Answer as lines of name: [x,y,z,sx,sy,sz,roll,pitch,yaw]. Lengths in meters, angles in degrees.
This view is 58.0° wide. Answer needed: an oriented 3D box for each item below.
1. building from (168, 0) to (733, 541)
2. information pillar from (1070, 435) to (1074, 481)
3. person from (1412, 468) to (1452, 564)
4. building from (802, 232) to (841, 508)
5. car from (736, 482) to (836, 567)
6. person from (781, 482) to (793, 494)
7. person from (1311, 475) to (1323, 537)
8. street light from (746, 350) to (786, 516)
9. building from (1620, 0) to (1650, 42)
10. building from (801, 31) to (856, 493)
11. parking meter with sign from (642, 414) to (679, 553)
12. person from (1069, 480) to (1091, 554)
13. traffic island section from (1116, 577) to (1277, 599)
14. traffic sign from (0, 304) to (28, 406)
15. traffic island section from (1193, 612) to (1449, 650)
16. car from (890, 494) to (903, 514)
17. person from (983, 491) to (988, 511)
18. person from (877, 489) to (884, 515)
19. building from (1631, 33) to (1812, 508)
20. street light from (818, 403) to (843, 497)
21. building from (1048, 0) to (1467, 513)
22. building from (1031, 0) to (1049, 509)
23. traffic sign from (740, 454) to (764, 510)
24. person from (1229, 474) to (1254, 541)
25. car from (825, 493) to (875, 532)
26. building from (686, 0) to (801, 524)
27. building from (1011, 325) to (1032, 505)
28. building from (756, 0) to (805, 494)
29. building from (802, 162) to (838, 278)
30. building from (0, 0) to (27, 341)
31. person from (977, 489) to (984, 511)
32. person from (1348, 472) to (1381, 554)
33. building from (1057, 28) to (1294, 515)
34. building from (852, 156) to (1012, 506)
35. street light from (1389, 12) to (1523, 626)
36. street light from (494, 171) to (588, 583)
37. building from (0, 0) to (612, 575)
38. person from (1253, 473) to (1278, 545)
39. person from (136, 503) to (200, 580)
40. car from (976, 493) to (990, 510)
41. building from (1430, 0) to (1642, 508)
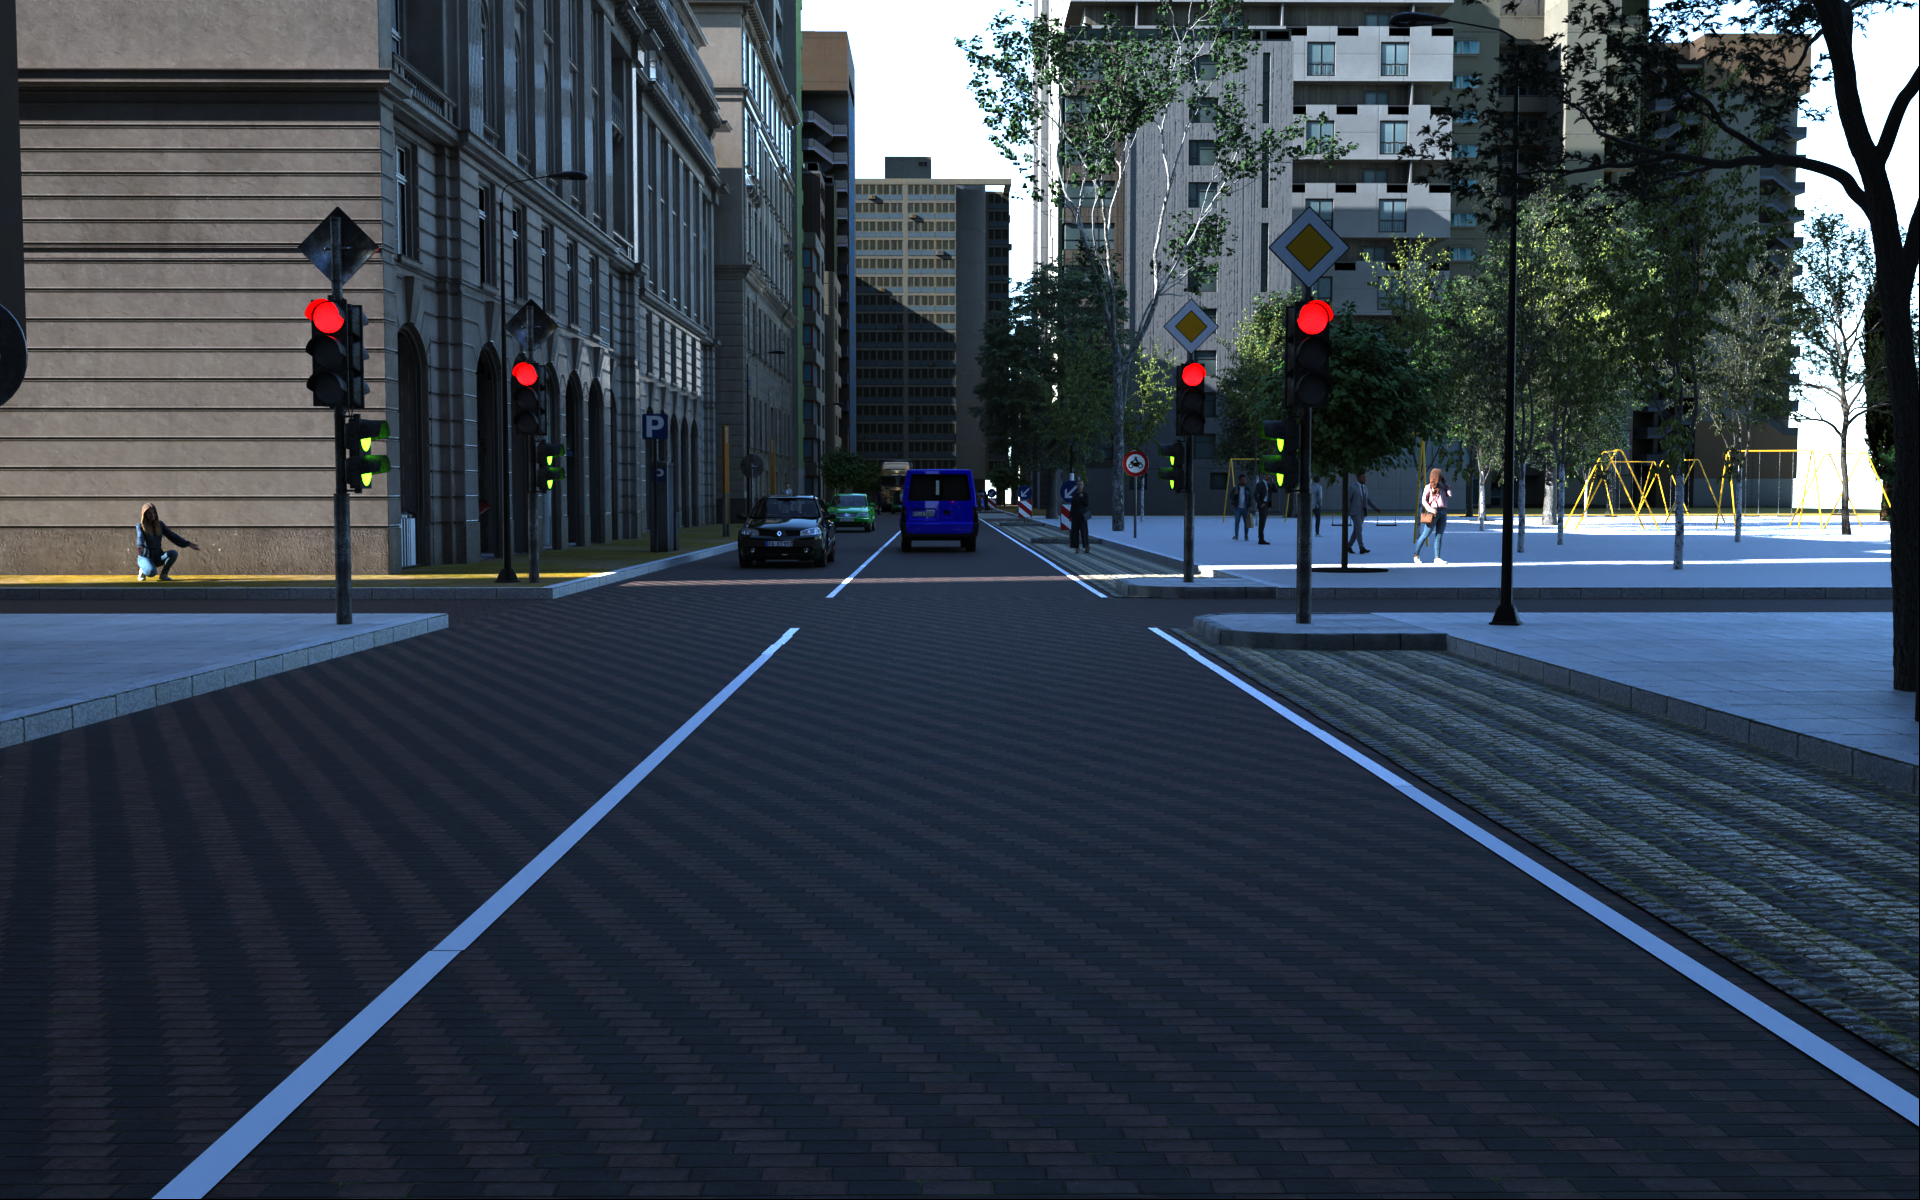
building: [-16.210,-13.481,62.208,13.314,21.916,24.055,0,4,-1]
information pillar: [4.457,-4.743,68.903,0.183,3.616,0.504,1,4,14]
person: [8.686,-1.548,31.938,0.593,1.750,0.643,-2,4,-29]
building: [-23.510,-17.363,128.929,27.650,21.520,28.899,0,4,-1]
car: [-3.485,-1.558,35.261,2.009,1.686,4.222,0,4,0]
person: [-7.508,-4.240,75.574,0.606,1.804,0.583,-2,4,-26]
person: [10.630,-2.832,52.187,0.795,1.843,0.661,-3,4,-37]
street light: [-6.325,-5.109,56.079,1.470,5.913,1.316,0,4,-1]
building: [66.269,-46.283,194.979,20.611,71.187,20.563,0,4,-1]
building: [-17.447,-31.551,165.964,14.200,45.320,14.600,0,4,-1]
parking meter with sign: [-6.621,-2.587,38.566,0.543,3.016,1.738,0,4,1]
person: [2.870,-1.995,41.535,0.576,1.772,0.534,1,4,15]
traffic island section: [3.349,-0.179,25.205,2.009,0.180,2.903,0,4,-1]
traffic sign: [-6.307,-0.668,11.026,0.768,2.556,0.104,0,4,2]
traffic island section: [3.437,0.310,17.220,2.009,0.180,2.903,0,4,-1]
car: [-4.086,-7.129,125.355,1.959,1.807,4.718,0,4,-2]
person: [1.953,-7.433,131.497,0.415,1.643,0.593,1,4,13]
person: [-5.453,-6.732,119.009,0.568,1.767,0.683,-2,4,-23]
building: [70.685,-31.599,166.749,14.200,45.320,14.600,0,4,-1]
street light: [-6.630,-7.069,88.120,1.470,5.913,1.316,0,4,-1]
building: [20.941,-33.183,131.780,28.713,52.752,27.495,0,4,-1]
building: [17.114,-37.759,159.365,21.231,58.520,28.212,0,4,-1]
traffic sign: [-6.592,-3.352,54.911,0.768,2.556,0.104,0,4,6]
person: [7.730,-2.518,47.199,0.794,1.824,0.713,2,4,26]
car: [-4.211,-3.527,66.469,1.959,1.807,4.718,0,3,0]
building: [-15.096,-17.696,86.590,12.463,27.353,25.104,0,4,-1]
building: [20.866,-21.690,199.665,28.899,21.520,27.650,0,4,-1]
building: [-17.213,-25.873,106.611,14.154,41.232,14.086,0,4,-1]
building: [-18.041,-23.160,150.375,14.160,30.474,14.107,0,4,-1]
building: [-15.697,-21.884,7.911,14.200,45.320,14.600,0,4,-1]
person: [1.567,-8.204,142.631,0.705,1.824,1.348,3,5,42]
person: [8.567,-1.890,37.222,0.678,1.792,0.850,-2,4,-34]
building: [13.175,-20.790,111.611,14.160,30.474,14.107,0,4,-1]
building: [-6.075,-31.201,202.017,23.993,40.220,32.217,0,4,-1]
street light: [4.839,-2.712,16.881,1.470,5.913,1.316,0,4,-1]
street light: [-6.052,-3.211,25.046,1.470,5.913,1.316,0,4,-1]
building: [-15.020,-12.013,38.209,13.314,21.916,24.055,0,4,-1]
person: [7.821,-2.376,44.252,0.474,1.900,0.648,2,4,34]
person: [-11.828,-0.865,25.691,0.738,1.151,1.012,3,5,44]
car: [1.752,-8.690,151.670,1.945,1.707,3.694,0,4,-1]
building: [51.910,-33.045,163.988,21.600,48.544,21.300,0,4,-1]
